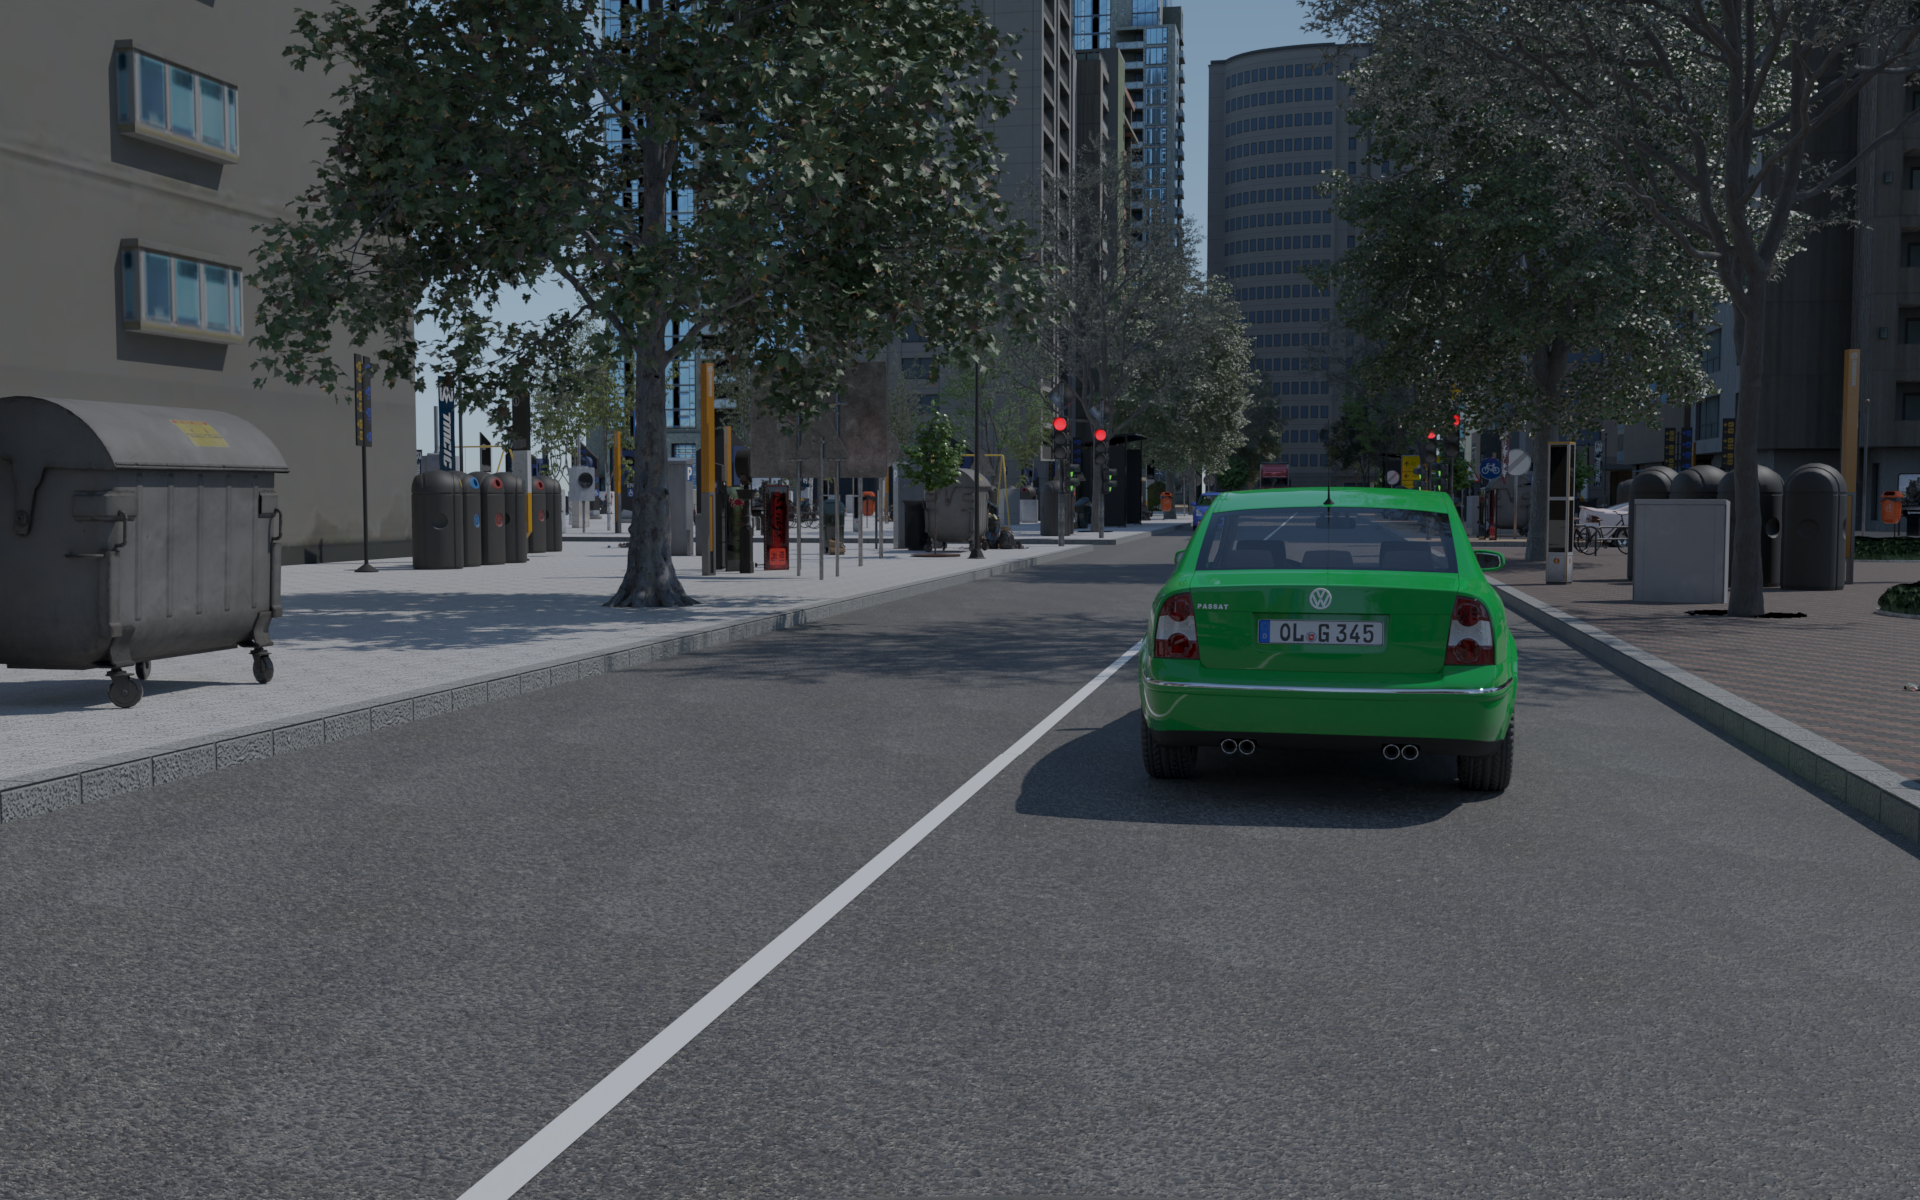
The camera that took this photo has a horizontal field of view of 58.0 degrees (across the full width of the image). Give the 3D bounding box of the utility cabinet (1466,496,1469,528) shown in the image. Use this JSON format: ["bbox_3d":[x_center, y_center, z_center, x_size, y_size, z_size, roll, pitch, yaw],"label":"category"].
[{"bbox_3d":[19.552,-3.351,65.946,0.306,1.237,1.020,2,4,31],"label":"utility cabinet"}]

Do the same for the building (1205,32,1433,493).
[{"bbox_3d":[46.451,-41.763,224.830,28.212,58.520,21.231,1,4,12],"label":"building"}]

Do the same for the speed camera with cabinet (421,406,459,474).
[{"bbox_3d":[-11.058,-2.736,39.065,2.038,3.252,0.660,0,4,7],"label":"speed camera with cabinet"}]

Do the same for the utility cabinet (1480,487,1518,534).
[{"bbox_3d":[17.345,-2.880,55.772,0.318,1.500,1.173,-3,5,-44],"label":"utility cabinet"}]

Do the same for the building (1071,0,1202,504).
[{"bbox_3d":[16.697,-56.125,230.322,31.000,86.520,22.319,1,4,12],"label":"building"}]

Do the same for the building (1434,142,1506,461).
[{"bbox_3d":[75.392,-36.735,220.227,30.456,49.044,23.786,1,4,12],"label":"building"}]

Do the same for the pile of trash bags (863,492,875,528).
[{"bbox_3d":[-2.078,-3.396,65.284,3.447,1.369,1.912,0,4,6],"label":"pile of trash bags"}]

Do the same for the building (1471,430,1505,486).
[{"bbox_3d":[62.000,-52.068,163.977,22.319,86.520,31.000,1,4,12],"label":"building"}]

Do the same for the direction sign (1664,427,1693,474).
[{"bbox_3d":[24.408,-4.094,58.933,0.876,3.537,0.379,2,4,31],"label":"direction sign"}]

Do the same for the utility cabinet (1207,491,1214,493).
[{"bbox_3d":[17.920,-7.012,123.325,0.318,1.500,1.173,2,4,31],"label":"utility cabinet"}]

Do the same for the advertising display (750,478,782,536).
[{"bbox_3d":[-5.981,-2.951,53.465,0.974,1.923,0.123,-1,4,-17],"label":"advertising display"}]

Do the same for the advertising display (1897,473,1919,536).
[{"bbox_3d":[29.143,-2.916,52.891,0.123,1.923,0.974,-3,5,-39],"label":"advertising display"}]

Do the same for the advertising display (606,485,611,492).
[{"bbox_3d":[-24.036,-6.919,118.338,0.123,1.923,0.974,-2,4,-24],"label":"advertising display"}]

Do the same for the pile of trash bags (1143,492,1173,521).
[{"bbox_3d":[8.665,-4.540,83.977,3.447,1.369,1.912,-1,4,-15],"label":"pile of trash bags"}]

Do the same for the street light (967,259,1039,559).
[{"bbox_3d":[0.858,-3.765,34.093,1.470,5.913,1.316,1,4,12],"label":"street light"}]

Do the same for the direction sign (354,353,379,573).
[{"bbox_3d":[-9.753,-2.224,28.356,0.379,3.537,0.876,0,4,-4],"label":"direction sign"}]

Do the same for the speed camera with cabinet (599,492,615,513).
[{"bbox_3d":[-23.898,-7.357,114.624,2.038,3.252,0.660,1,4,17],"label":"speed camera with cabinet"}]

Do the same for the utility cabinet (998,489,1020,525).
[{"bbox_3d":[2.016,-3.838,71.426,0.318,1.500,1.173,2,4,35],"label":"utility cabinet"}]

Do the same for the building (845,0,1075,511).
[{"bbox_3d":[0.194,-42.734,136.956,20.563,71.187,20.611,1,4,12],"label":"building"}]

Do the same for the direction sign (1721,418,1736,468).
[{"bbox_3d":[23.156,-3.646,51.603,0.876,3.537,0.379,2,4,30],"label":"direction sign"}]

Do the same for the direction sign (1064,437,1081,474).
[{"bbox_3d":[4.388,-4.698,68.811,0.876,3.537,0.379,1,4,18],"label":"direction sign"}]

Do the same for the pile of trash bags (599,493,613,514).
[{"bbox_3d":[-23.045,-6.165,110.544,1.912,1.369,3.447,1,4,14],"label":"pile of trash bags"}]

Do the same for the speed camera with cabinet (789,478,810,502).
[{"bbox_3d":[-9.154,-6.111,94.248,2.038,3.252,0.660,1,4,15],"label":"speed camera with cabinet"}]

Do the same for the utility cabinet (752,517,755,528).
[{"bbox_3d":[-8.287,-3.441,64.932,1.173,1.500,0.318,-2,4,-28],"label":"utility cabinet"}]

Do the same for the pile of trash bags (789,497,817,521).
[{"bbox_3d":[-8.508,-4.476,82.942,3.447,1.369,1.912,0,4,2],"label":"pile of trash bags"}]

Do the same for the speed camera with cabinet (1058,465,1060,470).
[{"bbox_3d":[6.289,-7.536,117.551,0.660,3.252,2.038,-1,4,-19],"label":"speed camera with cabinet"}]

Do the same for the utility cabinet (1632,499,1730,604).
[{"bbox_3d":[8.575,-0.577,20.602,1.020,1.237,0.306,2,4,32],"label":"utility cabinet"}]

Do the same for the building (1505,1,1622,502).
[{"bbox_3d":[54.303,-36.345,136.245,21.231,58.520,28.212,1,4,12],"label":"building"}]

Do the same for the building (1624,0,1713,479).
[{"bbox_3d":[37.760,-25.995,75.125,14.600,45.320,14.200,1,4,12],"label":"building"}]

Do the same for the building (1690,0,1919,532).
[{"bbox_3d":[35.217,-17.772,62.270,14.107,30.474,14.160,1,4,12],"label":"building"}]

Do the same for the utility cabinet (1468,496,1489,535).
[{"bbox_3d":[16.464,-2.659,54.636,0.306,1.237,1.020,3,4,37],"label":"utility cabinet"}]

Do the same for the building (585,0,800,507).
[{"bbox_3d":[-24.470,-53.385,185.519,31.000,86.520,22.319,1,4,12],"label":"building"}]

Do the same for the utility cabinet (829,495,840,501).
[{"bbox_3d":[-9.078,-6.962,124.986,1.020,1.237,0.306,3,5,44],"label":"utility cabinet"}]

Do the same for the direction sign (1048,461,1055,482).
[{"bbox_3d":[6.392,-7.866,120.602,0.379,3.537,0.876,2,4,34],"label":"direction sign"}]

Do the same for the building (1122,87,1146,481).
[{"bbox_3d":[5.091,-32.252,181.937,28.867,44.769,22.147,1,4,12],"label":"building"}]

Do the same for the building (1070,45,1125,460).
[{"bbox_3d":[6.913,-28.860,155.447,14.154,41.232,14.086,1,4,12],"label":"building"}]

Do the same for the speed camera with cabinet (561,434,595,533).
[{"bbox_3d":[-12.995,-3.812,56.655,2.038,3.252,0.660,-3,5,-40],"label":"speed camera with cabinet"}]

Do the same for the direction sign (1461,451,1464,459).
[{"bbox_3d":[26.506,-6.137,92.334,0.379,3.537,0.876,-2,4,-31],"label":"direction sign"}]

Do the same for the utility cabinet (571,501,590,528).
[{"bbox_3d":[-14.320,-3.470,65.421,0.318,1.500,1.173,0,4,7],"label":"utility cabinet"}]

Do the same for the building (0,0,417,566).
[{"bbox_3d":[-23.552,-24.592,25.785,21.600,48.544,21.300,1,4,12],"label":"building"}]

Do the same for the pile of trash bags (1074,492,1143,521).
[{"bbox_3d":[6.514,-4.343,80.760,3.447,1.369,1.912,1,4,19],"label":"pile of trash bags"}]

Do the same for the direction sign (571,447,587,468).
[{"bbox_3d":[-18.326,-5.586,83.330,0.876,3.537,0.379,2,4,24],"label":"direction sign"}]

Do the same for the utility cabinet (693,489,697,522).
[{"bbox_3d":[-11.997,-4.287,78.765,0.318,1.500,1.173,3,4,37],"label":"utility cabinet"}]

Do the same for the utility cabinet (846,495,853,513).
[{"bbox_3d":[-7.125,-6.367,115.255,1.020,1.237,0.306,2,4,35],"label":"utility cabinet"}]

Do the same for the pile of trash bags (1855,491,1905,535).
[{"bbox_3d":[25.635,-2.485,50.386,1.912,1.369,3.447,-3,4,-39],"label":"pile of trash bags"}]

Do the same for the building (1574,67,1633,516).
[{"bbox_3d":[52.230,-24.956,99.911,32.217,40.220,23.993,1,4,12],"label":"building"}]
